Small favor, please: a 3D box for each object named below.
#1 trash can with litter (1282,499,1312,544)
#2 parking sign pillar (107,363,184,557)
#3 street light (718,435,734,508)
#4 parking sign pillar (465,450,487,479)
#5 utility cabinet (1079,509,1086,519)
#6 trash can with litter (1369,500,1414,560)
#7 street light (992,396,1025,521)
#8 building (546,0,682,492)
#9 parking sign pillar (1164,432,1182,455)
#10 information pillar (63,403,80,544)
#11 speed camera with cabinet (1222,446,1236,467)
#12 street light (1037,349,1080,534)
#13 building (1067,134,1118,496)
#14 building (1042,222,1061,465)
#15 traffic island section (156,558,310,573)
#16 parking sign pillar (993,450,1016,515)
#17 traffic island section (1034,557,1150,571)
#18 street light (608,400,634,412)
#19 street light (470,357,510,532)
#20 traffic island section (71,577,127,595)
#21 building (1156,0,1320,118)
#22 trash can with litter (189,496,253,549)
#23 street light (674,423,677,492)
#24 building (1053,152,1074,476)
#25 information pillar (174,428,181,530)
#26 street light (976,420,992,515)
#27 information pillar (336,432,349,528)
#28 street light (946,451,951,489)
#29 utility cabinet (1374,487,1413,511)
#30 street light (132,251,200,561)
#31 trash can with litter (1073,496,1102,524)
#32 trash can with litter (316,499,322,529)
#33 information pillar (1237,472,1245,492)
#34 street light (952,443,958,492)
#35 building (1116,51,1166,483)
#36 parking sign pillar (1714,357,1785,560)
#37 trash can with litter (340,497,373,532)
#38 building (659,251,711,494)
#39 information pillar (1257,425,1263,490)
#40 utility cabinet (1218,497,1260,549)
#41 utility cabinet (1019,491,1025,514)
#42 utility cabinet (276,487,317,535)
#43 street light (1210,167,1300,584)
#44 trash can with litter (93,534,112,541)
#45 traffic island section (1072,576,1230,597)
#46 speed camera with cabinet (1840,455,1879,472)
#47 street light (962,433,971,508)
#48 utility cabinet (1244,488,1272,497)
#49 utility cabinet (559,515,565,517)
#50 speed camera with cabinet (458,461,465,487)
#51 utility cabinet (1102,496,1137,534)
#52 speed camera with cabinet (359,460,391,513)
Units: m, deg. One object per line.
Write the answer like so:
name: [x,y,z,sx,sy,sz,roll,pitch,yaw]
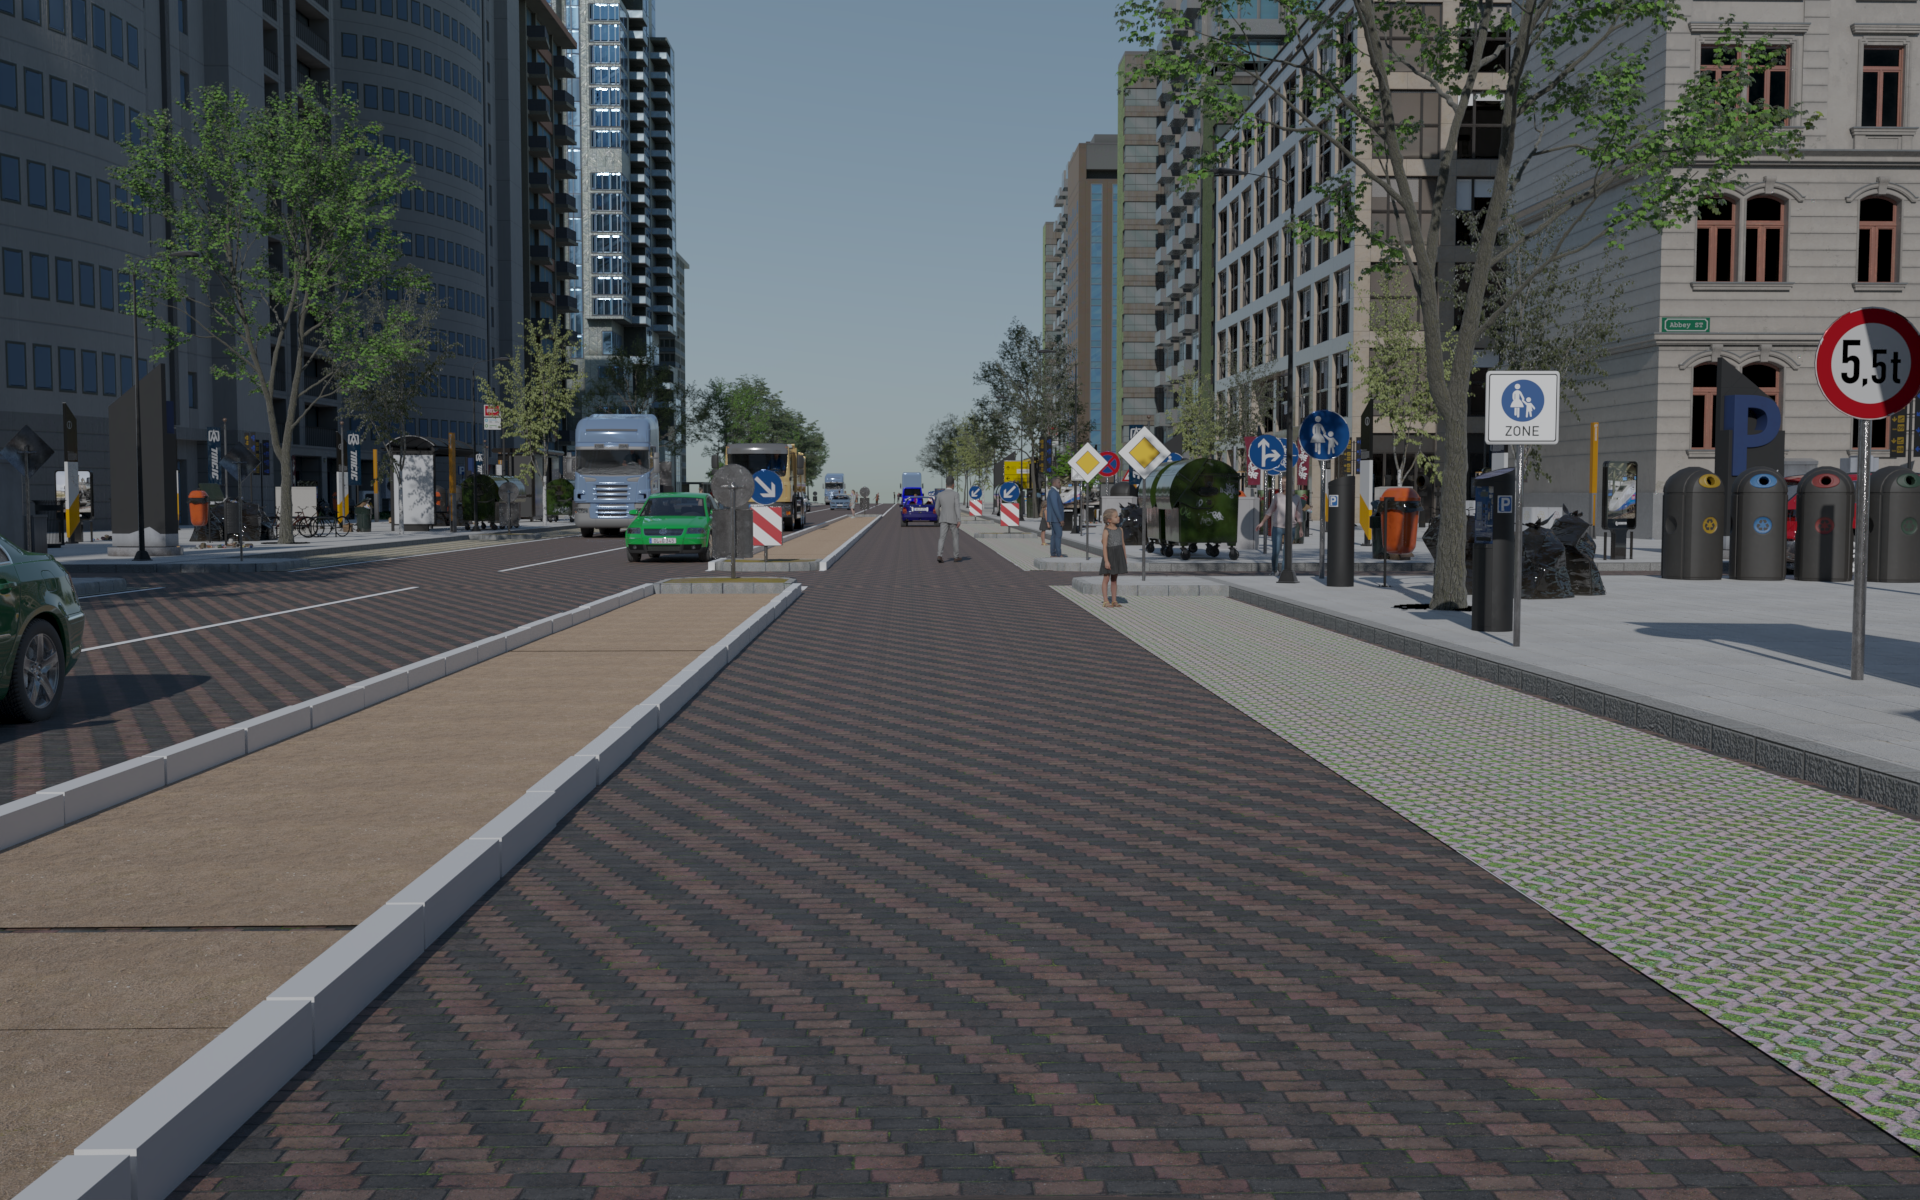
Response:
trash can with litter: [8.533,-2.015,44.329,0.624,1.170,1.055,2,4,35]
parking sign pillar: [-17.014,-2.912,36.078,1.447,3.967,1.447,1,4,14]
street light: [-18.334,-9.959,135.374,1.470,5.913,1.316,0,4,-2]
parking sign pillar: [-25.988,-6.403,93.169,1.447,3.967,1.447,2,4,30]
utility cabinet: [6.513,-4.806,89.739,0.306,1.237,1.020,-1,4,-19]
trash can with litter: [8.502,-1.379,33.926,0.624,1.170,1.055,-2,4,-25]
street light: [2.386,-6.705,82.163,1.470,5.913,1.316,0,4,-2]
building: [-46.967,-55.487,219.882,22.319,86.520,31.000,0,4,-2]
parking sign pillar: [8.937,-5.296,75.063,1.447,3.967,1.447,-1,4,-10]
information pillar: [-22.941,-3.263,44.703,0.183,3.616,0.504,0,4,4]
speed camera with cabinet: [10.923,-4.746,71.927,0.660,3.252,2.038,-1,4,-17]
street light: [3.183,-5.091,55.777,1.470,5.913,1.316,0,4,-2]
building: [20.928,-34.616,216.076,14.600,45.320,14.200,0,4,-2]
building: [19.315,-35.345,261.478,14.154,41.232,14.086,0,4,-2]
traffic island section: [-13.746,-0.661,33.092,2.009,0.180,2.903,0,4,-2]
parking sign pillar: [2.785,-7.221,106.533,1.447,3.967,1.447,0,4,2]
traffic island section: [2.487,-0.691,33.584,2.009,0.180,2.903,0,4,-2]
street light: [-16.797,-6.921,85.697,1.470,5.913,1.316,0,4,-2]
street light: [-15.987,-5.288,58.992,1.470,5.913,1.316,0,4,-2]
traffic island section: [-13.501,-0.173,25.110,2.009,0.180,2.903,0,4,-2]
building: [28.171,-31.919,141.481,23.786,49.044,30.456,0,4,-2]
trash can with litter: [-17.714,-1.852,41.343,1.678,1.210,2.233,1,4,13]
street light: [-17.465,-8.374,109.463,1.470,5.913,1.316,0,4,-2]
building: [24.585,-37.863,238.661,23.786,49.044,30.456,0,4,-2]
information pillar: [-27.688,-4.272,61.199,0.183,3.616,0.504,-2,4,-26]
street light: [1.585,-8.283,107.966,1.470,5.913,1.316,0,4,-2]
information pillar: [-23.222,-4.510,65.097,0.183,3.616,0.504,2,4,25]
street light: [-0.798,-12.984,184.827,1.470,5.913,1.316,0,4,-2]
utility cabinet: [12.864,-2.616,51.446,0.318,1.500,1.173,-3,4,-38]
street light: [-15.209,-3.709,33.189,1.470,5.913,1.316,0,4,-2]
trash can with litter: [5.907,-3.932,75.349,2.233,1.210,1.678,-3,5,-40]
trash can with litter: [-24.043,-3.179,63.035,1.678,1.210,2.233,2,4,33]
information pillar: [9.134,-3.201,56.823,0.304,2.012,0.304,2,4,32]
street light: [0.143,-11.363,158.330,1.470,5.913,1.316,0,4,-2]
building: [21.637,-29.382,163.986,14.154,41.232,14.086,0,4,-2]
parking sign pillar: [15.603,-2.798,34.223,1.447,3.967,1.447,-1,4,-15]
trash can with litter: [-20.303,-2.865,58.237,1.055,1.170,0.624,0,4,-5]
building: [-52.573,-34.073,248.973,32.217,40.220,23.993,0,4,-2]
information pillar: [10.201,-4.134,58.951,0.183,3.616,0.504,0,4,-5]
utility cabinet: [6.477,-1.793,40.481,1.020,1.237,0.306,3,4,36]
utility cabinet: [3.732,-6.100,108.408,0.318,1.500,1.173,-1,4,-20]
utility cabinet: [-20.638,-2.763,53.858,1.173,1.500,0.318,-1,4,-22]
street light: [4.194,-3.197,24.810,1.470,5.913,1.316,0,4,-2]
trash can with litter: [-23.484,-2.285,48.425,2.233,1.210,1.678,3,4,38]
traffic island section: [2.733,-0.203,25.603,2.009,0.180,2.903,0,4,-2]
speed camera with cabinet: [22.199,-2.882,41.455,2.038,3.252,0.660,0,4,1]
street light: [0.929,-9.785,132.527,1.470,5.913,1.316,0,4,-2]
utility cabinet: [10.795,-3.320,62.959,0.318,1.500,1.173,-3,5,-43]
utility cabinet: [-22.014,-5.199,93.683,1.173,1.500,0.318,-2,4,-26]
speed camera with cabinet: [-29.421,-6.784,105.251,2.038,3.252,0.660,-2,4,-31]
utility cabinet: [4.614,-2.384,50.133,1.020,1.237,0.306,2,4,34]
speed camera with cabinet: [-31.018,-5.983,92.165,0.660,3.252,2.038,3,5,40]
